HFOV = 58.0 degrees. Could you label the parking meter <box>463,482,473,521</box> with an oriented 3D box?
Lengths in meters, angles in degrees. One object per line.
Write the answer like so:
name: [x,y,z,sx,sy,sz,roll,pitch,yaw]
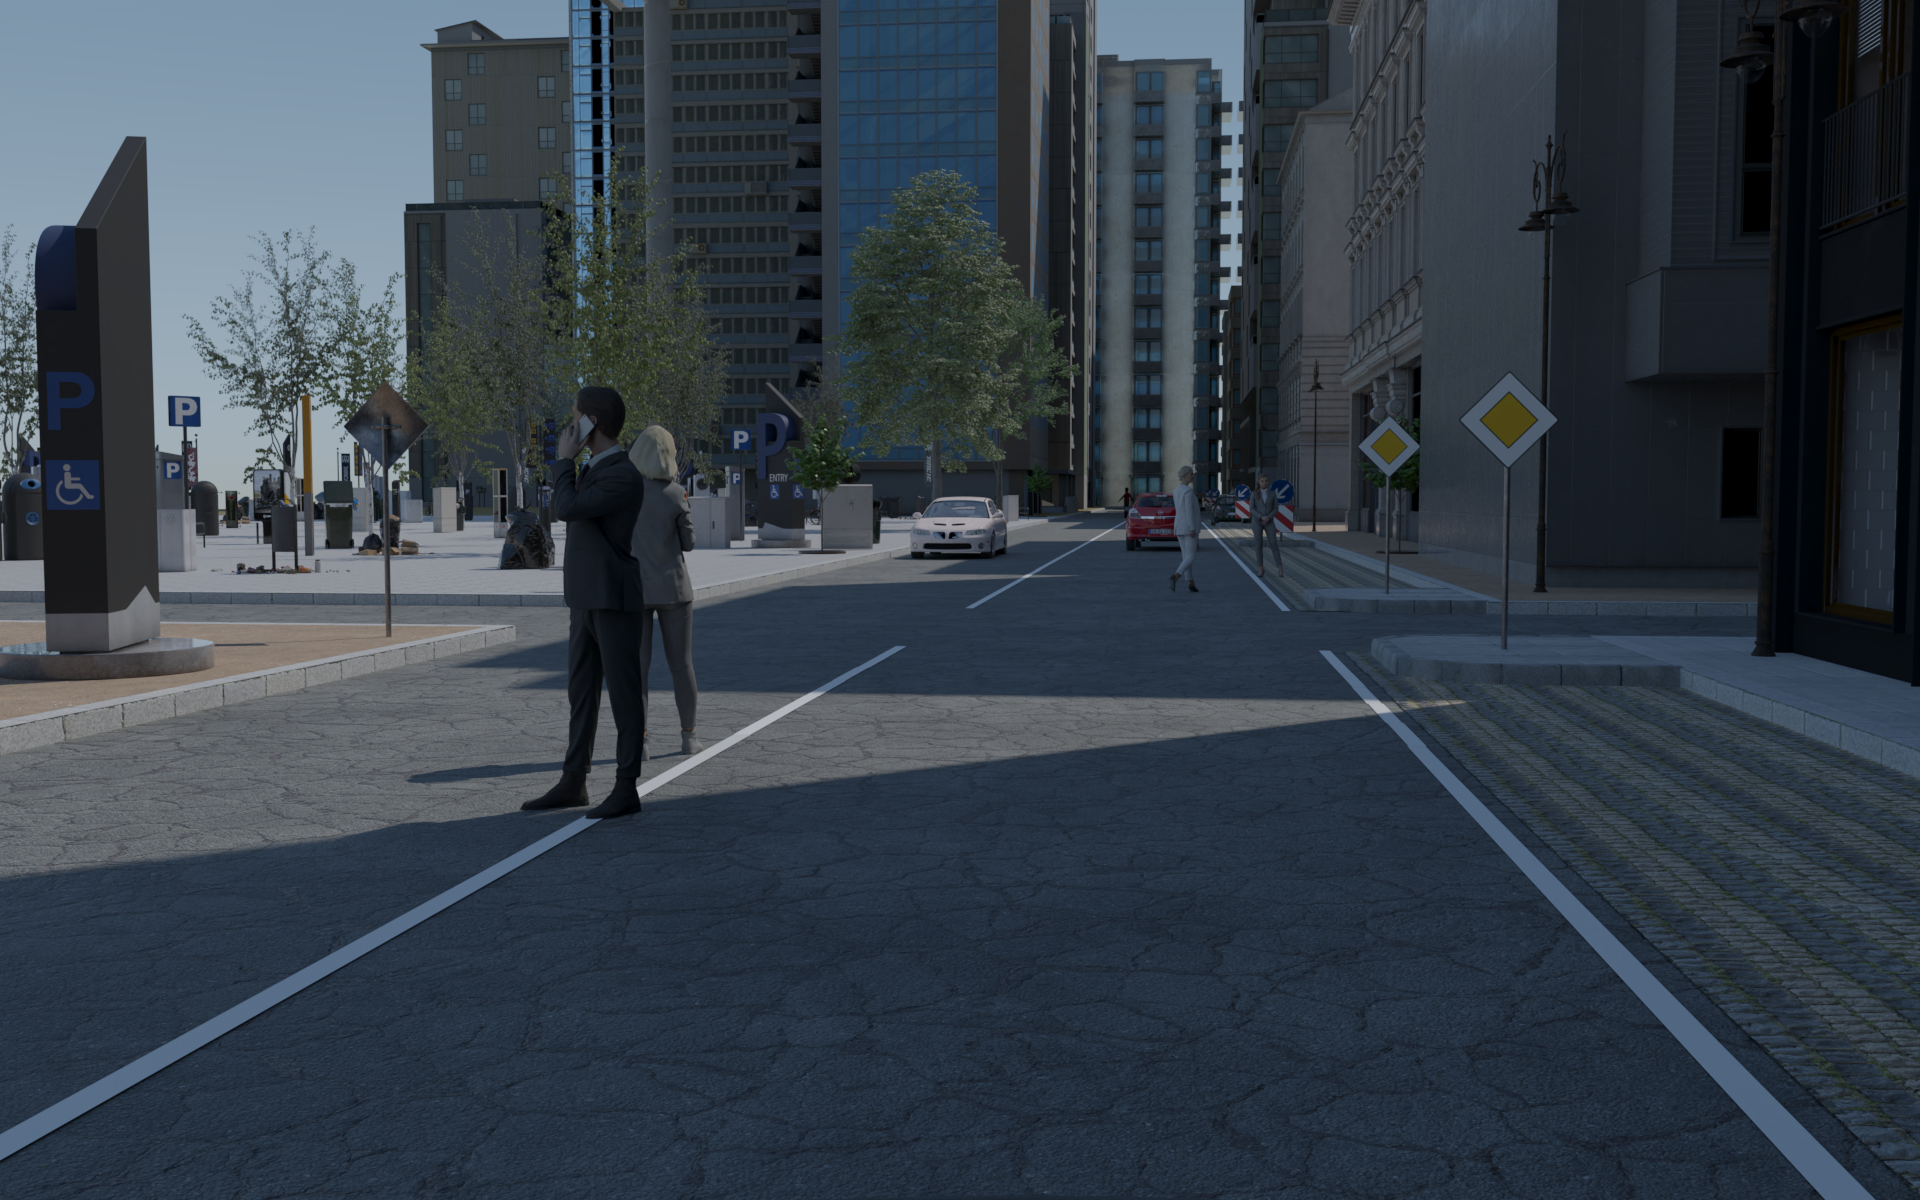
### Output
parking meter: [-23.810,-4.776,83.794,0.399,1.863,0.255,0,4,-4]

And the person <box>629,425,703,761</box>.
person: [-1.707,-0.049,9.485,0.537,1.800,0.526,0,4,4]

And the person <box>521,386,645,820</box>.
person: [-1.649,0.010,7.697,0.474,1.900,0.648,-2,4,-31]

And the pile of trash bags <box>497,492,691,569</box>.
pile of trash bags: [-6.343,-1.241,30.042,3.447,1.369,1.912,1,4,9]

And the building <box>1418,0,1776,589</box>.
building: [23.468,-12.688,26.519,30.058,24.678,14.314,0,4,7]

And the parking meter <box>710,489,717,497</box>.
parking meter: [-12.705,-4.948,89.314,0.372,1.533,0.369,0,3,0]

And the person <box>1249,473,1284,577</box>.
person: [5.271,-1.284,29.771,0.520,1.790,0.573,-1,4,-12]

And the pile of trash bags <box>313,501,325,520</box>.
pile of trash bags: [-32.045,-4.713,86.818,1.912,1.369,3.447,1,4,10]

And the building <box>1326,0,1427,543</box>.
building: [17.628,-12.650,57.745,10.553,20.767,40.483,0,4,7]

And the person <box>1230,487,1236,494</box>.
person: [14.103,-4.950,89.548,0.853,1.813,0.709,0,4,-4]

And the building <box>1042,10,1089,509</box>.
building: [3.243,-28.127,143.475,14.154,41.232,14.086,0,4,7]

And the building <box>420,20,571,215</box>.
building: [-42.945,-37.425,201.129,27.495,52.752,28.713,0,4,7]

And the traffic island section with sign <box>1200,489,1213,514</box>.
traffic island section with sign: [18.056,-7.010,123.241,1.989,1.847,2.006,0,4,7]

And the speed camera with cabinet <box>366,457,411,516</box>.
speed camera with cabinet: [-27.952,-5.528,84.715,2.038,3.252,0.660,0,4,2]

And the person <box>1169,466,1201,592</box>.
person: [3.238,-1.023,25.097,0.818,1.842,0.514,-3,5,-42]

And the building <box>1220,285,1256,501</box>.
building: [37.909,-19.034,156.240,27.650,21.520,28.899,0,4,7]

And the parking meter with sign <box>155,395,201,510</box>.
parking meter with sign: [-14.382,-2.148,31.373,1.738,3.016,0.543,3,5,42]

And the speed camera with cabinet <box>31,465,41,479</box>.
speed camera with cabinet: [-28.638,-3.749,55.634,2.038,3.252,0.660,-2,4,-34]

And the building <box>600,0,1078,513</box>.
building: [-7.836,-26.535,125.727,32.217,40.220,23.993,0,4,7]

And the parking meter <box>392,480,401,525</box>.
parking meter: [-23.255,-4.020,71.434,0.255,1.863,0.399,0,4,-2]

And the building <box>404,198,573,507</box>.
building: [-45.877,-24.564,173.322,14.107,30.474,14.160,0,4,7]

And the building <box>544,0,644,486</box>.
building: [-23.796,-52.149,165.302,31.000,86.520,22.319,0,4,7]

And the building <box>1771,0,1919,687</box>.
building: [11.740,-10.718,4.916,12.332,23.373,15.834,0,4,7]

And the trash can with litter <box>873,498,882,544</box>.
trash can with litter: [-2.383,-2.041,44.754,0.624,1.170,1.055,-1,4,-15]

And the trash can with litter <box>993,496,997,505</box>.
trash can with litter: [2.296,-5.120,95.103,1.055,1.170,0.624,0,4,0]

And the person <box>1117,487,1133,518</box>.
person: [9.845,-5.758,102.600,1.348,1.831,0.705,-3,5,-44]

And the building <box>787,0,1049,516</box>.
building: [-1.993,-27.845,105.383,14.600,45.320,14.200,0,4,7]

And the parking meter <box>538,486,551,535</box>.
parking meter: [-12.891,-2.774,53.768,0.372,1.533,0.369,0,3,0]

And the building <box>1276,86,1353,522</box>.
building: [21.248,-14.543,86.923,9.793,20.994,18.267,0,4,7]

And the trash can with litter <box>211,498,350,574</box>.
trash can with litter: [-11.279,-1.061,28.403,2.233,1.210,1.678,2,4,26]

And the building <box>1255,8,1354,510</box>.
building: [25.354,-20.486,106.651,14.160,30.474,14.107,0,4,7]

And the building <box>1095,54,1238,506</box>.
building: [14.471,-35.005,191.933,30.456,49.044,23.786,0,4,7]

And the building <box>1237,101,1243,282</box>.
building: [45.297,-34.748,187.744,30.456,49.044,23.786,0,4,7]

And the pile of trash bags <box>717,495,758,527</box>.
pile of trash bags: [-9.538,-3.612,68.814,3.447,1.369,1.912,0,4,6]

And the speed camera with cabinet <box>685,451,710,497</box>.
speed camera with cabinet: [-12.485,-5.182,79.060,2.038,3.252,0.660,-1,4,-16]

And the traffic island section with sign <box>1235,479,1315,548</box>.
traffic island section with sign: [8.606,-2.357,47.159,1.989,1.847,2.006,0,4,7]

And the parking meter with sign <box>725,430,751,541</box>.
parking meter with sign: [-6.182,-3.151,47.773,0.543,3.016,1.738,-1,4,-17]

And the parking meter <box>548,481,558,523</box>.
parking meter: [-18.118,-4.371,77.174,0.399,1.863,0.255,1,4,10]

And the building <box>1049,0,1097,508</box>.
building: [2.226,-44.380,163.868,20.611,71.187,20.563,0,4,7]

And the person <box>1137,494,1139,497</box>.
person: [16.258,-8.893,157.128,0.421,1.427,0.697,-2,4,-31]

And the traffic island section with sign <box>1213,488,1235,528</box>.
traffic island section with sign: [11.991,-4.019,74.340,1.989,1.847,2.006,0,4,7]

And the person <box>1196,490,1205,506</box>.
person: [23.409,-9.810,168.899,1.348,1.823,0.705,1,4,21]

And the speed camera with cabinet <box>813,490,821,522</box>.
speed camera with cabinet: [-5.838,-5.307,81.112,2.038,3.252,0.660,-1,4,-19]

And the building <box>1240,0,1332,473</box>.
building: [34.734,-32.879,126.805,28.713,52.752,27.495,0,4,7]
